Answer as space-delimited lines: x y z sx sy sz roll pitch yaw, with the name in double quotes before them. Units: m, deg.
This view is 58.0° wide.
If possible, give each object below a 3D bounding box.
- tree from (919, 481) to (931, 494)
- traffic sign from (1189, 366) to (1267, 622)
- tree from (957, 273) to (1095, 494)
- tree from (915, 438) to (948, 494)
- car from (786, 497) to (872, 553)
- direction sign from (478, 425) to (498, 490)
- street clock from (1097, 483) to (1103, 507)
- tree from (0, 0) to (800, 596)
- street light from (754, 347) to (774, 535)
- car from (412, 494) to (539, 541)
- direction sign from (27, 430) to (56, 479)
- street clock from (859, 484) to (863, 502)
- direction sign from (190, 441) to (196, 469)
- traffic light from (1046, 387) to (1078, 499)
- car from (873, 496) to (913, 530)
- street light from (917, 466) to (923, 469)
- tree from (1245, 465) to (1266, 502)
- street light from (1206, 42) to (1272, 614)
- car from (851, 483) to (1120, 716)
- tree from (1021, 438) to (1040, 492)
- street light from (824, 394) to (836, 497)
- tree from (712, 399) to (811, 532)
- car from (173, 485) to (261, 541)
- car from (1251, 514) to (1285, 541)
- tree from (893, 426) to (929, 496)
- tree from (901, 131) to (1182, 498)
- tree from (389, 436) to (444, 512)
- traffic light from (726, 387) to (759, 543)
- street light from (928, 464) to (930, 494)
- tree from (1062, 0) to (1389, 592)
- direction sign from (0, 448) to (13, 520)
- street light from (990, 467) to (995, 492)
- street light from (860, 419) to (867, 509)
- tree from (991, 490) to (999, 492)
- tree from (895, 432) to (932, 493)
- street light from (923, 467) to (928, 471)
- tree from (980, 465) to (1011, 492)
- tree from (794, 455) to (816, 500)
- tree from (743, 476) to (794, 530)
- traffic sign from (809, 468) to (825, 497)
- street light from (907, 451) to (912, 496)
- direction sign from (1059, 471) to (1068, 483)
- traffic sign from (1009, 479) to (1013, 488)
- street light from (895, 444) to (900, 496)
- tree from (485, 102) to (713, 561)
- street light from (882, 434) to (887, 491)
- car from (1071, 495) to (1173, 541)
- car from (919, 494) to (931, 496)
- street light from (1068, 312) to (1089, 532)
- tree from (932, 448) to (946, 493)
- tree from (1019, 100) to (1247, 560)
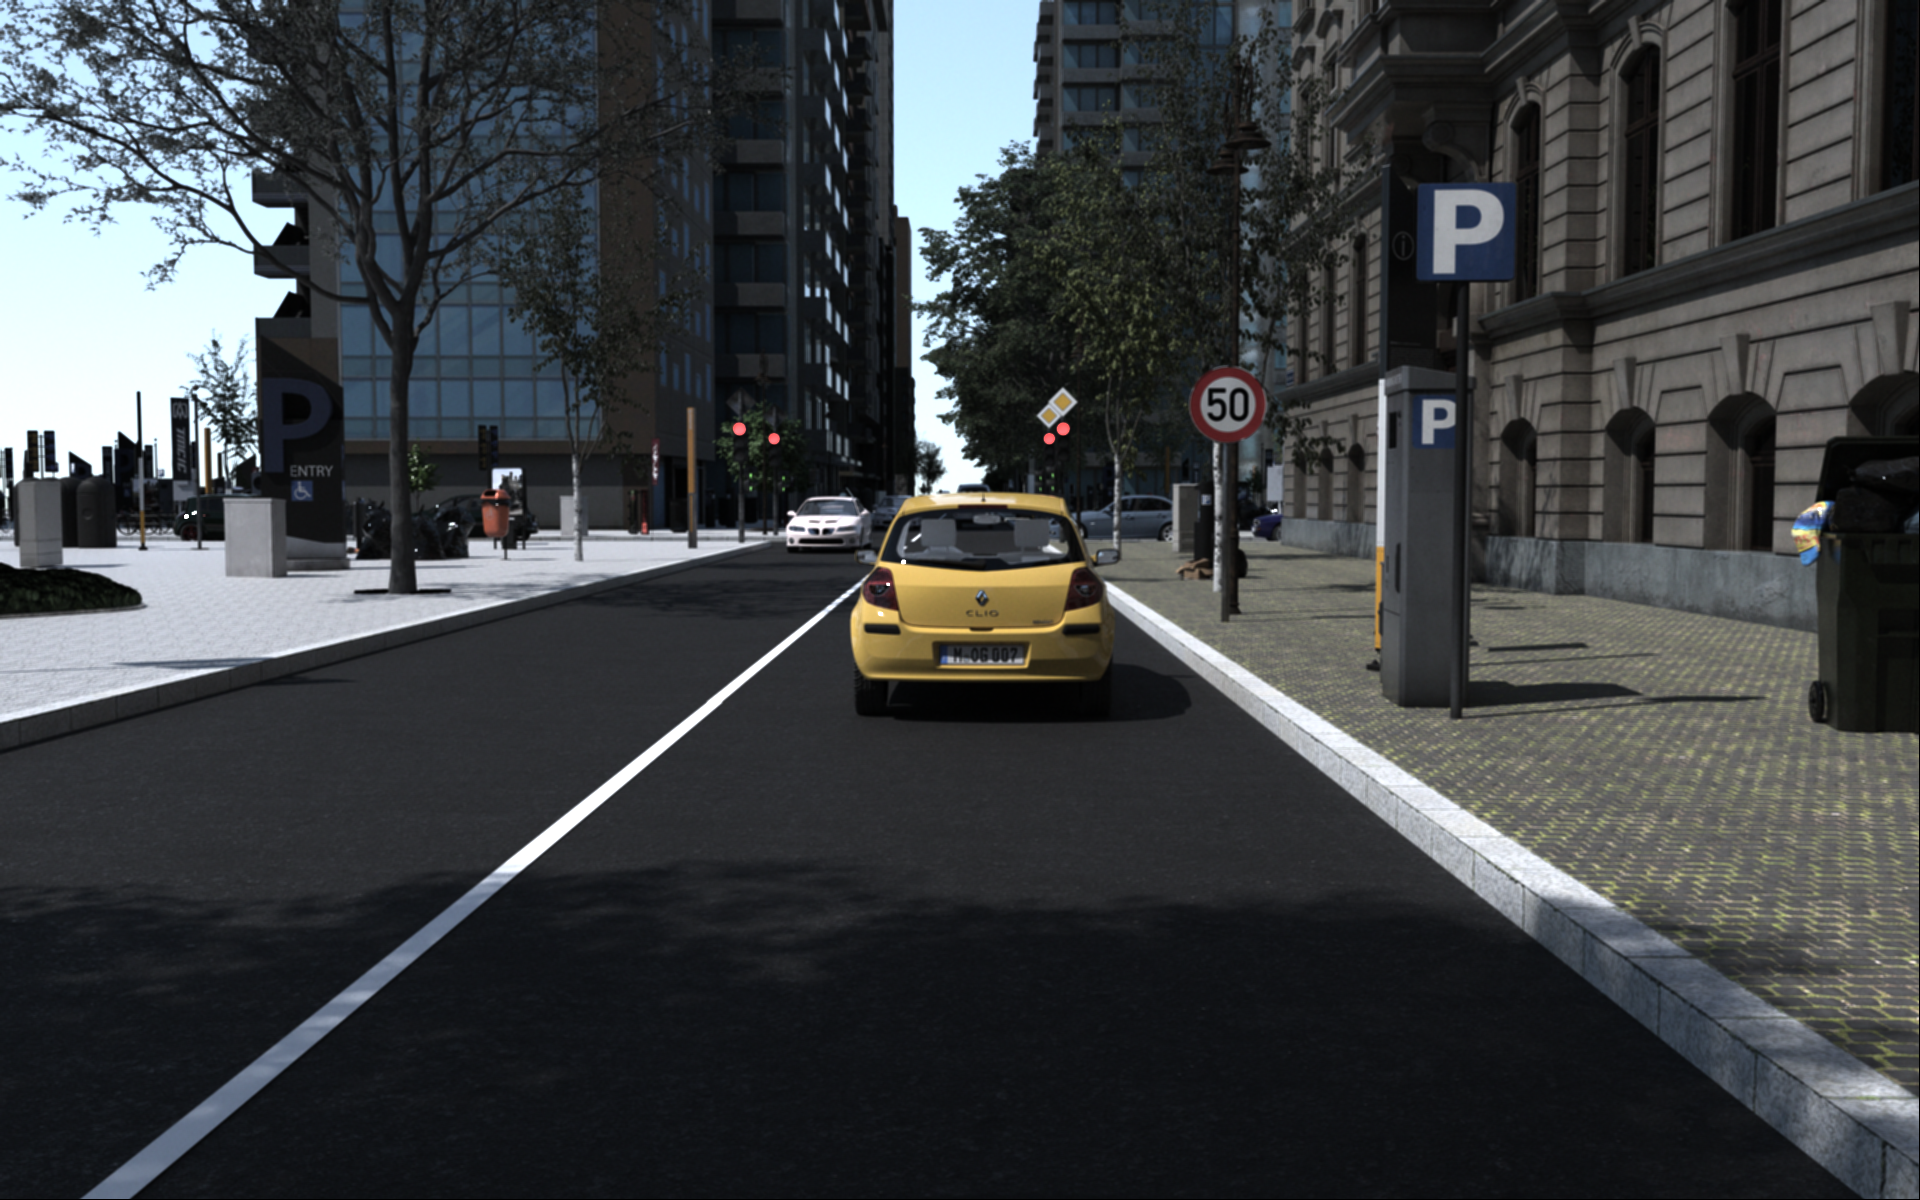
"tree" -5.367 -15.878 254.201 1.663 3.219 1.824 0 3 0
"traffic sign" 2.663 -1.052 17.301 0.768 2.556 0.104 0 4 3
"tree" 3.260 -10.221 85.233 7.486 12.596 7.792 0 3 0
"tree" -5.566 -21.557 286.871 8.767 10.594 7.601 3 4 36
"car" -3.264 -1.925 43.842 2.083 1.381 4.827 0 4 2
"direction sign" -15.569 -3.990 57.227 0.379 3.537 0.876 2 4 28
"street clock" 9.164 -6.655 113.386 0.358 2.002 0.471 3 4 39
"tree" -7.260 -6.836 22.134 12.009 13.543 11.850 0 3 0
"street light" -6.147 -4.994 54.436 0.468 5.910 1.993 0 4 0
"car" -14.446 -2.495 50.575 4.222 1.686 2.009 0 4 2
"direction sign" -32.670 -4.261 61.663 0.876 3.537 0.379 -1 4 -21
"street clock" -6.958 -7.157 121.588 0.358 2.002 0.471 1 4 10
"direction sign" -33.106 -5.050 74.560 0.876 3.537 0.379 2 4 32
"traffic light" 2.675 -3.460 45.493 0.839 4.253 0.868 0 4 0
"car" -2.523 -3.605 71.298 2.083 1.381 4.827 0 4 1
"street light" -5.176 -14.725 213.533 0.468 5.910 1.993 0 4 0
"tree" 19.030 -7.096 110.613 1.663 3.219 1.824 0 3 0
"street light" 2.920 -2.787 18.354 0.468 5.910 1.993 0 4 0
"car" 0.191 -0.149 12.653 2.015 1.641 3.980 0 4 2
"tree" 4.890 -11.071 131.372 4.360 8.622 3.978 0 3 0
"street light" -6.034 -6.575 80.290 0.468 5.910 1.993 0 4 0
"tree" -6.813 -4.647 59.696 4.285 4.588 4.351 0 3 0
"car" -19.960 -2.390 48.863 4.222 1.686 2.009 0 4 -1
"car" 10.277 -2.240 49.209 3.894 1.354 1.945 0 4 2
"tree" -5.361 -14.518 187.739 4.360 8.622 3.978 0 3 0
"tree" 3.132 -9.415 60.594 9.857 13.997 8.962 0 3 0
"tree" -18.169 -3.883 58.095 1.663 3.219 1.824 0 3 0
"traffic light" -5.736 -3.462 45.528 0.839 4.253 0.868 0 4 0
"street light" -4.828 -17.887 265.241 0.468 5.910 1.993 0 4 0
"tree" 3.381 -4.398 22.271 4.360 8.622 3.978 0 3 0
"direction sign" -46.601 -5.652 84.410 0.379 3.537 0.876 3 4 37
"street light" 4.261 -16.049 235.181 0.468 5.910 1.993 0 4 0
"street light" -5.934 -8.199 106.835 0.468 5.910 1.993 0 4 0
"tree" 4.411 -13.306 212.156 1.663 3.219 1.824 0 3 0
"tree" -6.097 -15.586 205.195 4.737 8.622 4.395 0 3 0
"street light" -4.998 -16.306 239.387 0.468 5.910 1.993 0 4 0
"tree" 4.281 -12.894 194.522 4.285 4.588 4.351 0 3 0
"tree" -7.022 -4.663 70.835 1.663 3.219 1.824 0 3 0
"tree" -7.076 -4.152 62.488 1.663 3.219 1.824 0 3 0
"traffic sign" -5.636 -4.044 68.249 0.606 2.300 0.079 0 4 4
"street light" -5.331 -12.801 182.088 0.468 5.910 1.993 0 4 0
"direction sign" 7.005 -7.716 118.154 0.876 3.537 0.379 2 4 35
"traffic sign" 3.625 -7.075 117.803 0.606 2.300 0.079 0 4 1
"street light" -5.591 -11.220 156.235 0.468 5.910 1.993 0 4 0
"tree" -7.086 -5.037 32.714 4.360 8.622 3.978 0 3 0
"street light" -5.631 -9.639 130.380 0.468 5.910 1.993 0 4 0
"car" 4.741 -2.308 49.742 4.499 1.417 2.014 0 4 1
"car" -2.325 -6.862 124.197 2.014 1.417 4.499 0 4 2
"street light" 3.036 -4.368 44.208 0.468 5.910 1.993 0 4 0
"tree" -4.608 -19.482 268.885 4.737 8.622 4.395 0 3 0
"tree" 3.295 -5.079 33.402 4.737 8.622 4.395 0 3 0
